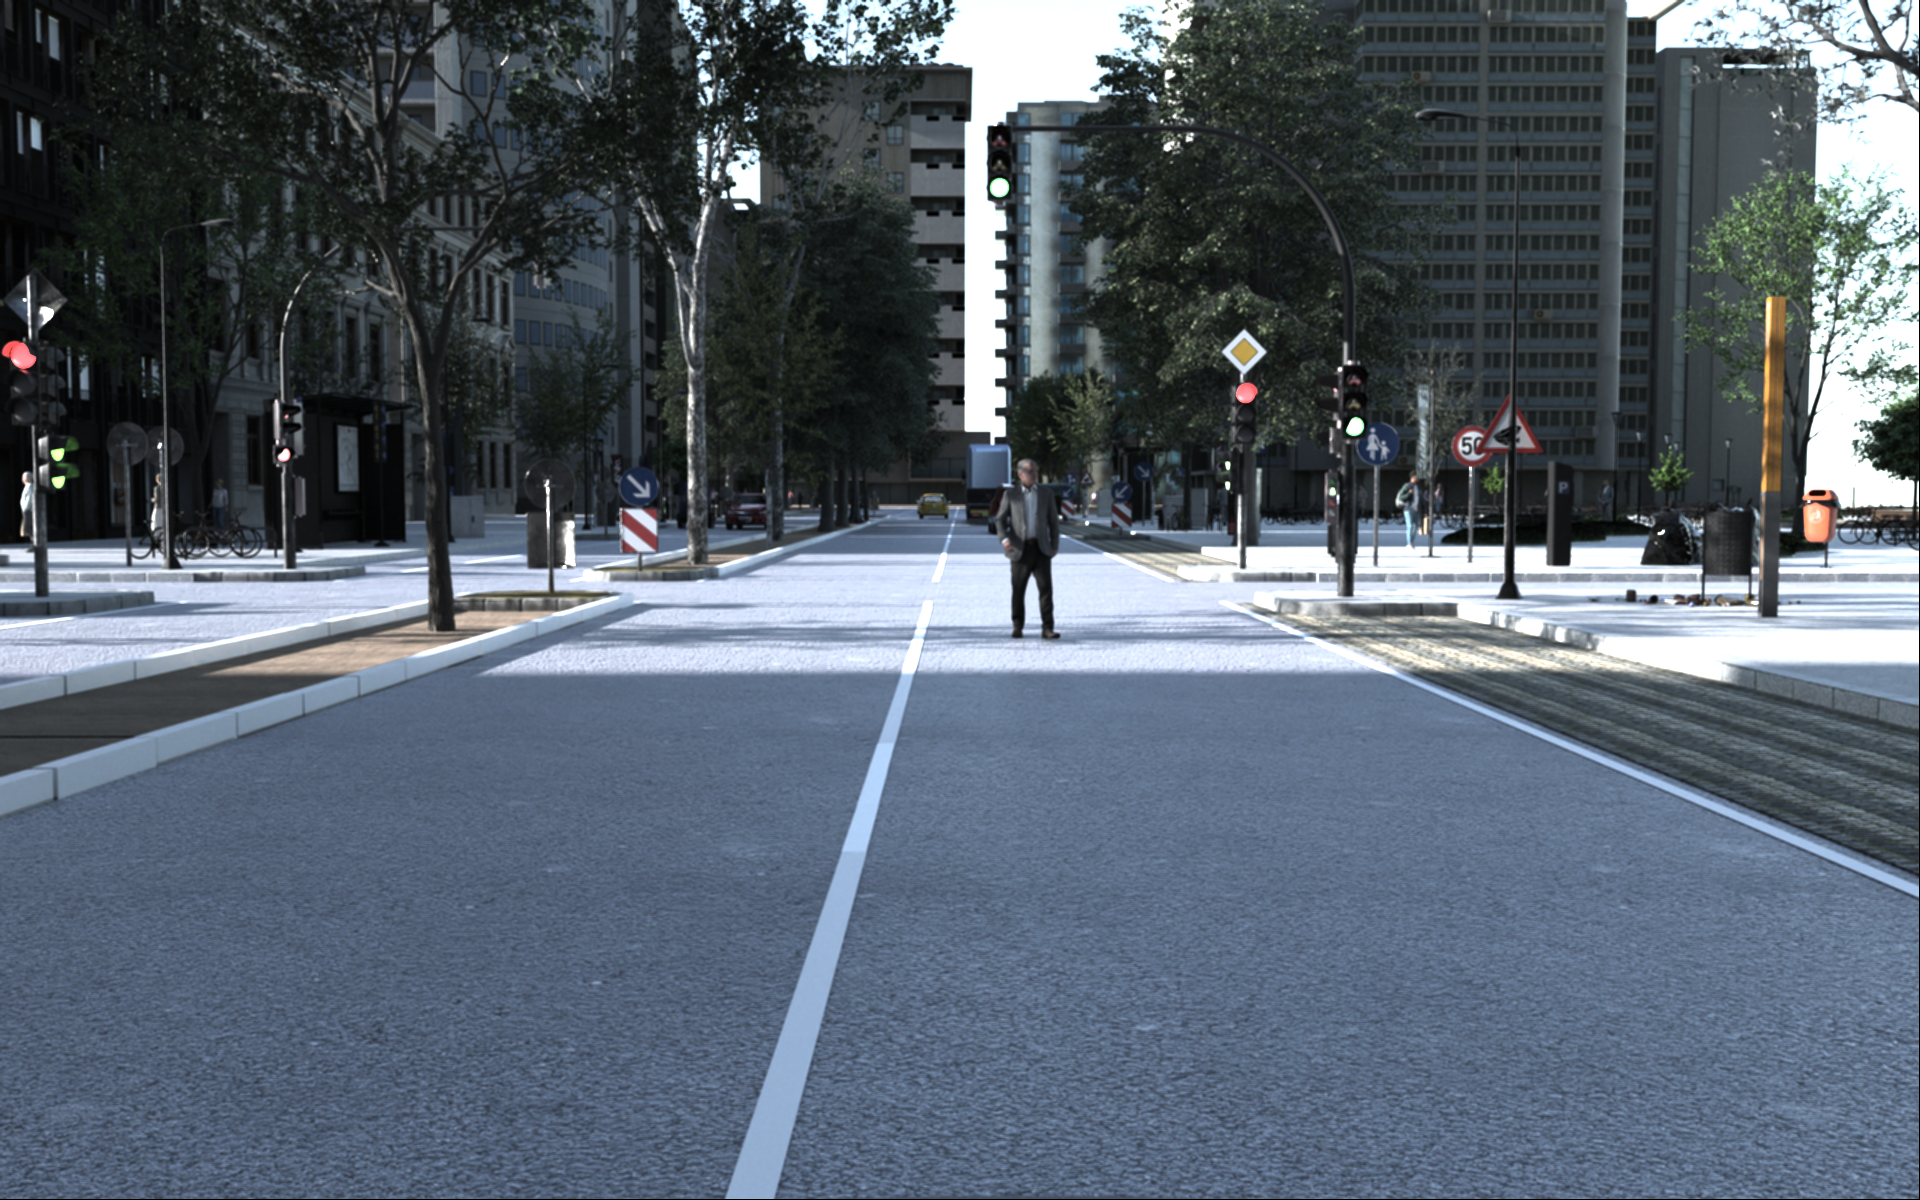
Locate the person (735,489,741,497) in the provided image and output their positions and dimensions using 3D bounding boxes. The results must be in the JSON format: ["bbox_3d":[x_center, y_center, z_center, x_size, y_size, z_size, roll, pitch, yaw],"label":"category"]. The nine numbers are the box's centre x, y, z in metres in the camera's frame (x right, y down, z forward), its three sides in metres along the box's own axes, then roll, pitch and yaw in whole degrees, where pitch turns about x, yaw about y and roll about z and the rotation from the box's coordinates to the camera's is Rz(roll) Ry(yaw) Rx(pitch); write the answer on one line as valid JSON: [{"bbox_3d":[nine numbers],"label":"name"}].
[{"bbox_3d":[-19.194,-8.759,150.044,0.721,1.735,1.217,1,4,21],"label":"person"}]

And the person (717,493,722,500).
[{"bbox_3d":[-24.807,-10.591,179.213,1.348,1.823,0.705,0,4,-6],"label":"person"}]

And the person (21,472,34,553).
[{"bbox_3d":[-20.398,-1.931,38.093,0.515,1.767,0.782,-2,4,-25],"label":"person"}]

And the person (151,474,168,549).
[{"bbox_3d":[-18.647,-2.068,40.399,0.362,1.759,0.519,1,4,22],"label":"person"}]

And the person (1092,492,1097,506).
[{"bbox_3d":[14.290,-10.675,183.975,0.756,1.711,0.436,2,4,34],"label":"person"}]

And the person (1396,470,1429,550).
[{"bbox_3d":[10.339,-2.039,39.362,0.794,1.824,0.713,0,4,-7],"label":"person"}]

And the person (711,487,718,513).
[{"bbox_3d":[-15.715,-6.297,109.932,0.756,1.711,0.436,1,4,13],"label":"person"}]

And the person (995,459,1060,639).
[{"bbox_3d":[0.708,-0.501,17.085,0.661,1.777,0.834,-1,4,-18],"label":"person"}]

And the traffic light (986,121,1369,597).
[{"bbox_3d":[2.700,-2.859,21.412,4.771,5.953,1.251,0,3,0],"label":"traffic light"}]

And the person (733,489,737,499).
[{"bbox_3d":[-19.416,-8.645,148.321,0.756,1.711,0.436,2,4,24],"label":"person"}]

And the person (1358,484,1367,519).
[{"bbox_3d":[20.333,-4.988,87.931,0.374,1.781,0.599,-3,5,-44],"label":"person"}]

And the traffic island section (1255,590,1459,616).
[{"bbox_3d":[4.832,0.038,21.664,2.009,0.180,2.903,0,3,0],"label":"traffic island section"}]

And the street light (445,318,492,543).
[{"bbox_3d":[-13.009,-4.477,45.740,1.470,5.913,1.316,0,3,0],"label":"street light"}]

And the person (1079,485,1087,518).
[{"bbox_3d":[6.629,-5.308,93.174,0.374,1.781,0.599,2,4,32],"label":"person"}]

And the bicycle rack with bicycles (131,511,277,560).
[{"bbox_3d":[-15.217,-1.312,34.841,2.925,0.926,2.852,-3,5,-42],"label":"bicycle rack with bicycles"}]

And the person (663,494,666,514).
[{"bbox_3d":[-17.567,-5.654,102.730,0.306,1.304,0.590,-1,4,-17],"label":"person"}]

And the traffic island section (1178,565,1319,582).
[{"bbox_3d":[4.842,-0.451,29.649,2.009,0.180,2.903,0,3,0],"label":"traffic island section"}]

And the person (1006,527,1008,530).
[{"bbox_3d":[2.022,-3.716,69.527,0.850,1.792,0.678,1,4,16],"label":"person"}]

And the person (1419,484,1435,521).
[{"bbox_3d":[21.213,-4.405,78.657,0.593,1.750,0.643,-3,4,-37],"label":"person"}]

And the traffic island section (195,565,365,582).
[{"bbox_3d":[-11.499,-0.452,29.676,2.009,0.180,2.903,0,3,0],"label":"traffic island section"}]

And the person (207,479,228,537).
[{"bbox_3d":[-22.061,-2.742,51.552,0.731,1.740,0.598,0,4,4],"label":"person"}]

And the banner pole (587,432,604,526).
[{"bbox_3d":[-14.563,-4.836,69.080,0.863,3.779,0.401,-3,5,-39],"label":"banner pole"}]

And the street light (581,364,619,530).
[{"bbox_3d":[-12.872,-5.474,62.045,1.470,5.913,1.316,0,3,0],"label":"street light"}]

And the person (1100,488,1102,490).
[{"bbox_3d":[10.386,-7.375,127.549,0.541,1.710,0.530,1,4,11],"label":"person"}]

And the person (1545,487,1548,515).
[{"bbox_3d":[23.694,-3.895,69.538,0.655,1.846,0.447,-1,4,-14],"label":"person"}]

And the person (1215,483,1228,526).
[{"bbox_3d":[10.703,-3.899,70.073,0.678,1.792,0.850,0,4,0],"label":"person"}]

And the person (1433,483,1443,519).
[{"bbox_3d":[24.359,-5.018,88.094,0.388,1.821,0.555,3,5,44],"label":"person"}]

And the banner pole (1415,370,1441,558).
[{"bbox_3d":[9.357,-2.736,34.751,0.401,3.779,0.863,3,5,44],"label":"banner pole"}]

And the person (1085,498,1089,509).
[{"bbox_3d":[10.233,-8.109,141.866,0.697,1.427,0.421,-3,4,-39],"label":"person"}]

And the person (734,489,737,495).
[{"bbox_3d":[-21.229,-9.641,164.191,0.721,1.766,1.217,-1,4,-15],"label":"person"}]

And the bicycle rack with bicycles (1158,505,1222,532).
[{"bbox_3d":[7.925,-2.828,59.625,2.852,0.926,2.925,0,4,7],"label":"bicycle rack with bicycles"}]

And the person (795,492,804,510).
[{"bbox_3d":[-13.270,-8.209,143.512,1.065,1.426,0.557,3,5,45],"label":"person"}]

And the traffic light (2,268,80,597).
[{"bbox_3d":[-11.470,-1.996,21.556,0.839,4.253,0.868,0,3,0],"label":"traffic light"}]

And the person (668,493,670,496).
[{"bbox_3d":[-20.879,-7.290,126.175,0.756,1.711,0.436,1,4,9],"label":"person"}]

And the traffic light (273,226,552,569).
[{"bbox_3d":[-9.367,-3.358,29.573,4.771,5.953,1.251,0,3,0],"label":"traffic light"}]

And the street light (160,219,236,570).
[{"bbox_3d":[-12.942,-3.480,29.434,1.470,5.913,1.316,0,3,0],"label":"street light"}]

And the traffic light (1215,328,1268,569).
[{"bbox_3d":[4.802,-2.484,29.535,0.839,4.253,0.868,0,3,0],"label":"traffic light"}]

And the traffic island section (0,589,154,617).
[{"bbox_3d":[-11.510,0.036,21.690,2.009,0.180,2.903,0,3,0],"label":"traffic island section"}]

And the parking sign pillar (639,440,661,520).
[{"bbox_3d":[-15.526,-5.940,85.583,1.447,3.967,1.447,0,4,0],"label":"parking sign pillar"}]

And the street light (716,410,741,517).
[{"bbox_3d":[-12.782,-7.521,95.506,1.470,5.913,1.316,0,3,0],"label":"street light"}]

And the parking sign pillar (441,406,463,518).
[{"bbox_3d":[-15.359,-3.907,52.359,1.447,3.967,1.447,0,4,-6],"label":"parking sign pillar"}]

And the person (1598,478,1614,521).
[{"bbox_3d":[20.977,-3.056,56.278,0.520,1.790,0.573,2,4,26],"label":"person"}]

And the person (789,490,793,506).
[{"bbox_3d":[-17.610,-10.539,179.076,0.721,1.743,1.217,-3,5,-44],"label":"person"}]

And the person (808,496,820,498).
[{"bbox_3d":[-15.052,-10.571,178.966,1.348,1.812,0.705,2,4,25],"label":"person"}]

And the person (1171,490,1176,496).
[{"bbox_3d":[22.115,-10.524,178.826,0.721,1.743,1.217,2,4,32],"label":"person"}]

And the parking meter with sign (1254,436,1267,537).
[{"bbox_3d":[8.609,-3.363,51.246,0.543,3.016,1.738,2,4,23],"label":"parking meter with sign"}]

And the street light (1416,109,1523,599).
[{"bbox_3d":[6.202,-2.969,21.087,1.470,5.913,1.316,0,3,0],"label":"street light"}]

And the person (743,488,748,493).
[{"bbox_3d":[-17.086,-8.065,138.635,1.217,1.736,0.721,-3,5,-44],"label":"person"}]

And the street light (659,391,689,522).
[{"bbox_3d":[-12.951,-6.472,78.356,1.470,5.913,1.316,0,3,0],"label":"street light"}]
